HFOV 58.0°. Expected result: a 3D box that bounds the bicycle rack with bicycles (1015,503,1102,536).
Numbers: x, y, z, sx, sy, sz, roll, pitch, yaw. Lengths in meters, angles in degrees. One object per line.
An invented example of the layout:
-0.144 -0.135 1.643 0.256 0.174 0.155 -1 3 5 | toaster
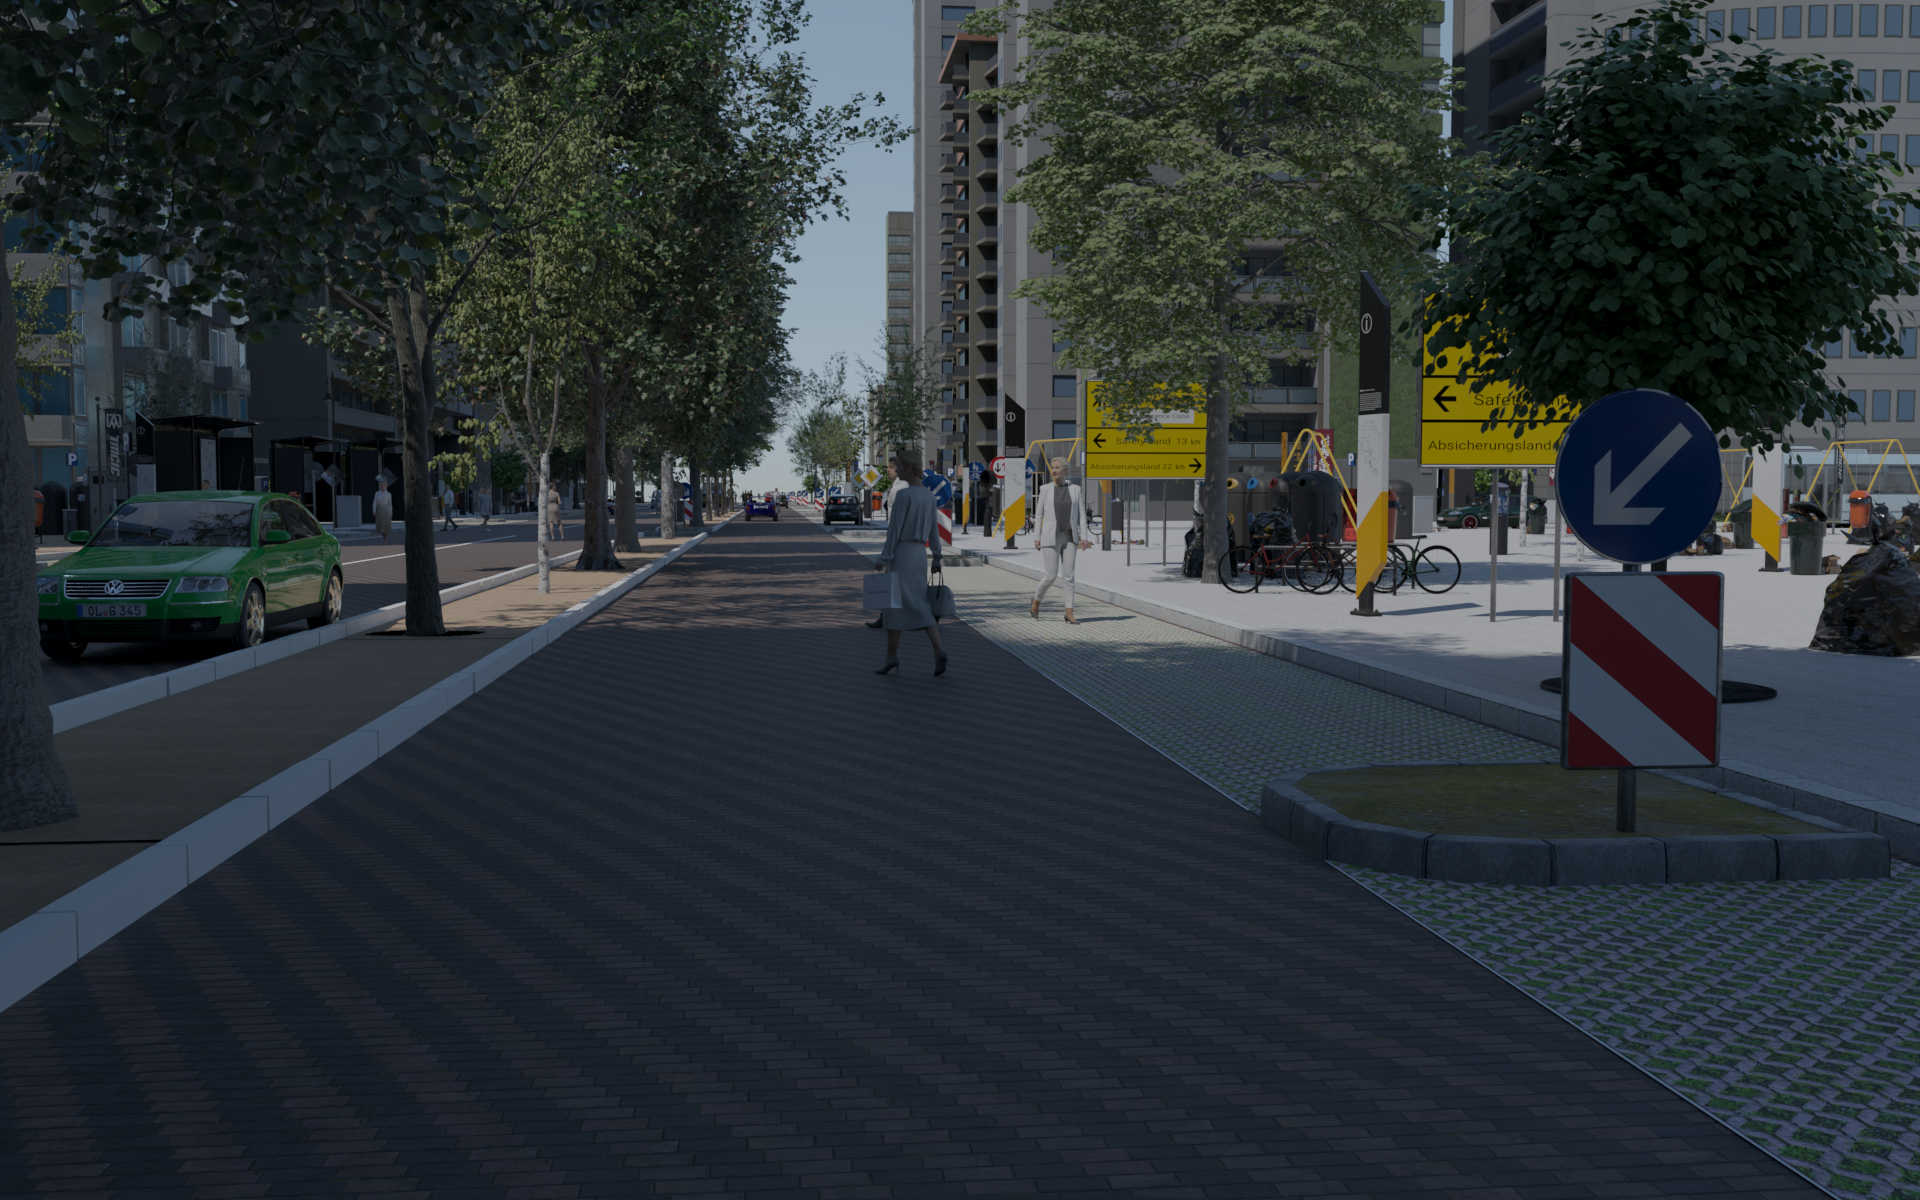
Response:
3.135 -2.503 54.310 2.925 0.926 2.852 0 4 7 | bicycle rack with bicycles

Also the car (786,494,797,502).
-27.652 -16.724 283.034 1.945 1.707 3.694 0 4 -8 | car

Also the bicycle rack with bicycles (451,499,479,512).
-35.697 -6.734 123.478 2.925 0.926 2.852 -2 4 -25 | bicycle rack with bicycles

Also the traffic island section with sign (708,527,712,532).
-10.512 -3.557 66.298 2.006 1.907 1.989 0 4 -6 | traffic island section with sign

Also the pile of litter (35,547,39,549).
-22.111 -1.579 39.774 1.719 0.858 1.176 -2 4 -33 | pile of litter

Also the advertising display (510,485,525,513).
-30.161 -6.896 117.961 0.974 1.923 0.123 -1 4 -15 | advertising display

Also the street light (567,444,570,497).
-32.099 -10.338 141.815 0.468 5.910 1.993 0 4 -6 | street light

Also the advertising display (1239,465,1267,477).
6.588 -2.067 39.005 0.123 1.923 0.974 3 5 43 | advertising display

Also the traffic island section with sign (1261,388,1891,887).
2.357 0.084 7.250 1.989 1.847 2.006 0 4 -6 | traffic island section with sign

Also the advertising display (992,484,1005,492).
2.602 -6.588 112.923 0.974 1.923 0.123 0 4 1 | advertising display

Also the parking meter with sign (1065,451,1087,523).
4.546 -4.521 70.178 1.738 3.016 0.543 -3 5 -44 | parking meter with sign

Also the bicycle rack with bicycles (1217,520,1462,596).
5.094 -0.574 22.767 2.925 0.926 2.852 1 4 23 | bicycle rack with bicycles

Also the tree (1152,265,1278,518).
7.594 -6.356 54.286 4.360 8.622 3.978 0 3 0 | tree

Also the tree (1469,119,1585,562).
11.540 -5.030 32.595 4.737 8.622 4.395 0 3 0 | tree

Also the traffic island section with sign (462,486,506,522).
-24.164 -4.859 88.065 1.989 1.847 2.006 0 4 -6 | traffic island section with sign

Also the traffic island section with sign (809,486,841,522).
-6.543 -4.889 88.558 1.989 1.847 2.006 0 4 -6 | traffic island section with sign

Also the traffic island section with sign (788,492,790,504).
-18.027 -11.313 193.587 1.989 1.847 2.006 0 4 -6 | traffic island section with sign

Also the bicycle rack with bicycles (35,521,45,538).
-28.156 -2.216 49.617 2.925 0.926 2.852 -1 4 -10 | bicycle rack with bicycles

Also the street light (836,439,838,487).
-10.074 -10.312 141.385 0.468 5.910 1.993 0 4 -6 | street light

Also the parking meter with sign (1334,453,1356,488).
15.767 -4.693 72.985 1.738 3.016 0.543 -1 4 -17 | parking meter with sign

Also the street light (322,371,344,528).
-23.604 -5.660 65.328 0.468 5.910 1.993 0 4 -6 | street light

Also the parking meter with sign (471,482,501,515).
-28.940 -6.689 105.632 1.738 3.016 0.543 0 3 0 | parking meter with sign

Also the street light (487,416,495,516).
-27.902 -7.985 103.335 0.468 5.910 1.993 0 4 -6 | street light

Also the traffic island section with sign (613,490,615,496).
-32.434 -9.487 163.741 1.989 1.847 2.006 0 4 -6 | traffic island section with sign

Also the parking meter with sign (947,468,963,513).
-0.138 -7.404 117.309 0.543 3.016 1.738 2 4 35 | parking meter with sign

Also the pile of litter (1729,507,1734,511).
26.000 -2.689 57.923 1.176 0.858 1.719 -3 5 -41 | pile of litter

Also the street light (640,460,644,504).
-41.095 -15.369 224.072 0.468 5.910 1.993 0 4 -6 | street light

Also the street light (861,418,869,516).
-5.722 -7.988 103.383 0.468 5.910 1.993 0 4 -6 | street light

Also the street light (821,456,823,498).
-14.284 -12.664 179.847 0.468 5.910 1.993 0 4 -6 | street light

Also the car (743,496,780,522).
-10.496 -4.835 91.630 1.945 1.354 3.894 0 4 -5 | car

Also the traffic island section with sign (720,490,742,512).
-18.694 -8.126 140.992 2.006 1.907 1.989 0 4 -6 | traffic island section with sign

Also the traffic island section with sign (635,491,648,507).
-35.417 -11.152 190.956 1.989 1.847 2.006 0 4 -6 | traffic island section with sign

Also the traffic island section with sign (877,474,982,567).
-0.661 -1.602 34.829 1.989 1.847 2.006 0 4 -6 | traffic island section with sign

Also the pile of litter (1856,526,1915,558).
18.821 -1.295 35.145 1.176 0.858 1.719 3 5 43 | pile of litter

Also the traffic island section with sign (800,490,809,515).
-9.544 -6.566 115.982 1.989 1.847 2.006 0 4 -6 | traffic island section with sign

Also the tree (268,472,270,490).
-31.817 -5.344 81.970 1.663 3.219 1.824 0 3 0 | tree

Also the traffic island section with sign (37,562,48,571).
-17.994 -1.417 31.793 1.989 1.847 2.006 0 4 -6 | traffic island section with sign

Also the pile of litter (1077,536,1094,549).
2.661 -1.659 41.098 1.176 0.858 1.719 2 4 30 | pile of litter

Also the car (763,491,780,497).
-22.063 -11.962 204.253 2.281 1.827 5.304 0 4 -8 | car

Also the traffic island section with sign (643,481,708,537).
-9.716 -3.107 58.934 2.006 1.907 1.989 0 4 -6 | traffic island section with sign

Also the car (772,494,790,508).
-18.074 -10.017 173.561 2.009 1.686 4.222 0 4 -5 | car

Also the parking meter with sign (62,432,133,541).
-23.992 -3.176 48.184 0.543 3.016 1.738 3 5 44 | parking meter with sign

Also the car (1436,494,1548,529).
20.641 -3.509 67.153 4.222 1.686 2.009 0 4 -6 | car

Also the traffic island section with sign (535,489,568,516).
-27.110 -6.505 114.992 1.989 1.847 2.006 0 4 -6 | traffic island section with sign

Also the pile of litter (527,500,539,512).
-30.651 -6.707 123.626 1.719 0.858 1.176 -1 4 -11 | pile of litter

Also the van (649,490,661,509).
-30.102 -10.176 173.392 2.013 2.044 4.112 -1 4 -8 | van

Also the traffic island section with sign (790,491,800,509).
-14.992 -9.620 165.914 1.989 1.847 2.006 0 4 -6 | traffic island section with sign

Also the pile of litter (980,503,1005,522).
1.415 -4.092 80.862 1.719 0.858 1.176 0 4 4 | pile of litter

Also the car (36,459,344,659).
-7.219 -0.473 16.525 1.959 1.807 4.718 0 4 -6 | car

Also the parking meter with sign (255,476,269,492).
-30.164 -4.789 74.561 1.738 3.016 0.543 1 4 22 | parking meter with sign

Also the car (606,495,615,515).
-24.782 -6.606 120.596 1.945 1.354 3.894 0 4 -5 | car

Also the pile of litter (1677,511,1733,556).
15.429 -1.376 36.464 1.719 0.858 1.176 -2 4 -34 | pile of litter

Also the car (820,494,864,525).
-5.418 -4.295 80.004 2.009 1.686 4.222 0 4 -7 | car
